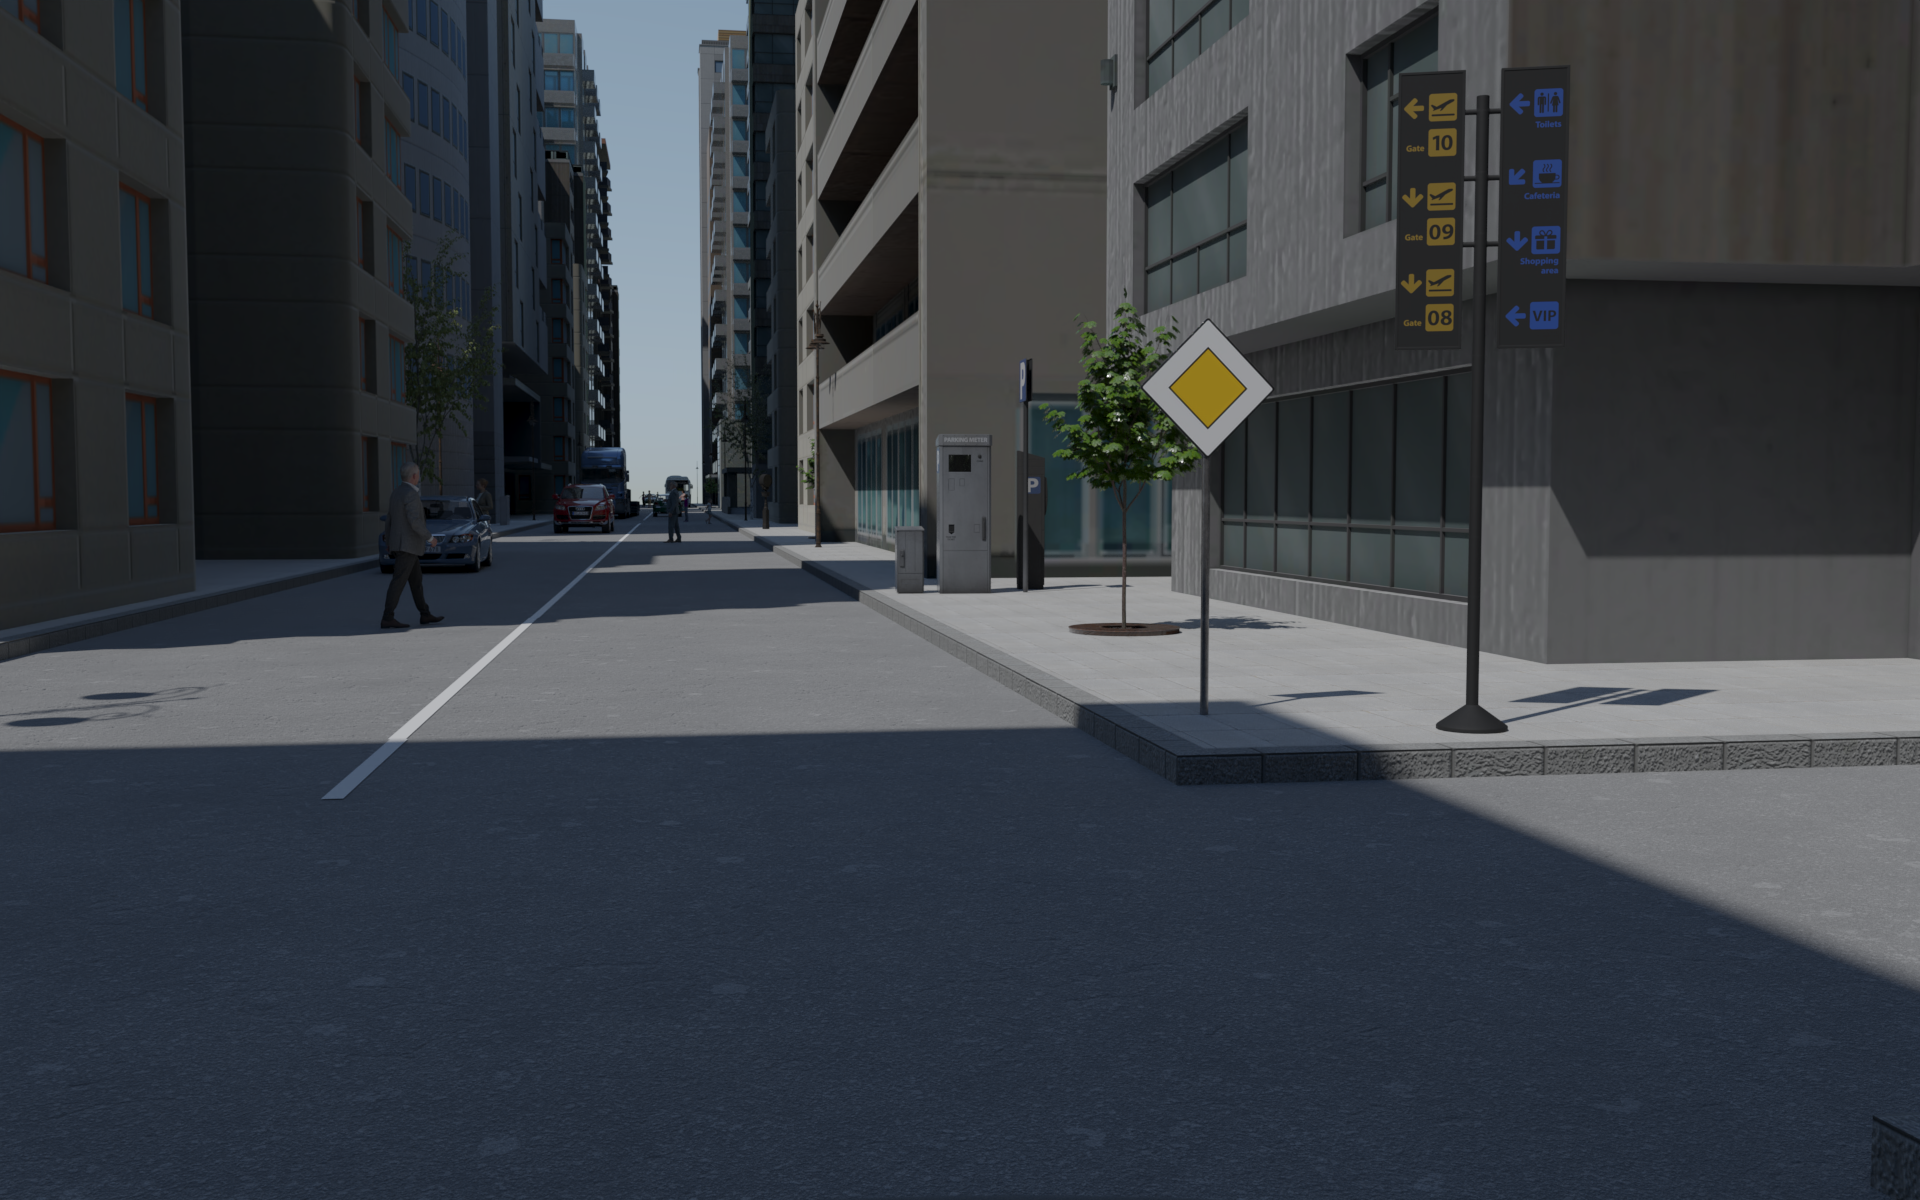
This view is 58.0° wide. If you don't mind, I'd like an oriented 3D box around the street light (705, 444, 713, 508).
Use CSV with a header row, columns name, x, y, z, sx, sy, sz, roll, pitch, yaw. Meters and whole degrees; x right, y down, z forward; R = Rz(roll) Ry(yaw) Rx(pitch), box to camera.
name,x,y,z,sx,sy,sz,roll,pitch,yaw
street light,-22.872,-11.391,159.030,0.468,5.910,1.993,-1,4,-9

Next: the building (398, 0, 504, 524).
name,x,y,z,sx,sy,sz,roll,pitch,yaw
building,-28.662,-31.748,61.077,21.231,58.520,28.212,-1,4,-9

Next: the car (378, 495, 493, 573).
name,x,y,z,sx,sy,sz,roll,pitch,yaw
car,-9.924,-1.283,32.987,2.014,1.417,4.499,-1,4,-11

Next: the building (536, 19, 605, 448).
name,x,y,z,sx,sy,sz,roll,pitch,yaw
building,-48.215,-34.119,177.456,23.786,49.044,30.456,-1,4,-9

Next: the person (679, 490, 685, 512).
name,x,y,z,sx,sy,sz,roll,pitch,yaw
person,-21.587,-7.677,134.731,0.721,1.736,1.217,-3,5,-45

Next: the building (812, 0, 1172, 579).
name,x,y,z,sx,sy,sz,roll,pitch,yaw
building,8.297,-25.267,36.817,21.300,48.544,21.600,-1,4,-9

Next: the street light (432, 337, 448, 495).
name,x,y,z,sx,sy,sz,roll,pitch,yaw
street light,-15.245,-4.770,50.776,0.468,5.910,1.993,-1,4,-9

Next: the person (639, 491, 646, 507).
name,x,y,z,sx,sy,sz,roll,pitch,yaw
person,-35.009,-11.129,191.147,1.217,1.739,0.721,3,5,41

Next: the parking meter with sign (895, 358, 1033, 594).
name,x,y,z,sx,sy,sz,roll,pitch,yaw
parking meter with sign,0.034,-1.599,22.407,1.738,3.016,0.543,0,4,-7

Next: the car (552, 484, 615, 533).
name,x,y,z,sx,sy,sz,roll,pitch,yaw
car,-14.036,-3.431,64.776,2.281,1.827,5.304,-1,4,-9

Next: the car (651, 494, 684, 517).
name,x,y,z,sx,sy,sz,roll,pitch,yaw
car,-18.580,-6.009,110.049,2.131,1.459,4.920,-1,4,-9

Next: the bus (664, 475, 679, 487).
name,x,y,z,sx,sy,sz,roll,pitch,yaw
bus,-37.369,-14.440,227.643,2.896,3.916,12.252,-1,4,-10

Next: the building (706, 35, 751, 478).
name,x,y,z,sx,sy,sz,roll,pitch,yaw
building,-15.333,-34.650,186.137,23.786,49.044,30.456,-1,4,-9

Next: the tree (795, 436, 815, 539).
name,x,y,z,sx,sy,sz,roll,pitch,yaw
tree,-3.973,-3.370,49.699,1.663,3.219,1.824,0,3,0

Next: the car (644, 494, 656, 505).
name,x,y,z,sx,sy,sz,roll,pitch,yaw
car,-39.366,-12.749,220.251,2.131,1.459,4.920,-1,4,-8

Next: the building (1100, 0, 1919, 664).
name,x,y,z,sx,sy,sz,roll,pitch,yaw
building,9.788,-14.954,16.206,14.107,30.474,14.160,-1,4,-9

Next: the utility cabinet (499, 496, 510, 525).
name,x,y,z,sx,sy,sz,roll,pitch,yaw
utility cabinet,-18.811,-3.692,71.527,0.306,1.237,1.020,0,4,-8

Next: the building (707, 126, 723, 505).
name,x,y,z,sx,sy,sz,roll,pitch,yaw
building,-23.062,-34.097,207.602,14.600,45.320,14.200,-1,4,-9

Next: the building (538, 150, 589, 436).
name,x,y,z,sx,sy,sz,roll,pitch,yaw
building,-38.556,-22.800,144.482,14.160,30.474,14.107,-1,4,-9

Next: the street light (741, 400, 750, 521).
name,x,y,z,sx,sy,sz,roll,pitch,yaw
street light,-10.348,-6.773,83.526,0.468,5.910,1.993,-1,4,-9

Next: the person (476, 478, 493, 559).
name,x,y,z,sx,sy,sz,roll,pitch,yaw
person,-10.038,-1.667,36.299,0.362,1.759,0.519,-3,5,-44

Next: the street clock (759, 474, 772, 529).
name,x,y,z,sx,sy,sz,roll,pitch,yaw
street clock,-7.084,-3.584,63.175,0.358,2.002,0.471,3,4,38

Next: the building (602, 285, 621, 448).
name,x,y,z,sx,sy,sz,roll,pitch,yaw
building,-52.296,-27.975,229.096,14.160,30.474,14.107,-1,4,-9

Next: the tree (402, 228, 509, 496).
name,x,y,z,sx,sy,sz,roll,pitch,yaw
tree,-14.576,-5.922,47.191,4.737,8.622,4.395,0,3,0

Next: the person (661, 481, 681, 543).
name,x,y,z,sx,sy,sz,roll,pitch,yaw
person,-8.524,-2.593,51.069,0.590,1.801,0.661,0,4,-2

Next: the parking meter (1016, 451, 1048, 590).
name,x,y,z,sx,sy,sz,roll,pitch,yaw
parking meter,0.969,-1.079,23.347,0.399,1.863,0.255,0,4,-5

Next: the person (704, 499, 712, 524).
name,x,y,z,sx,sy,sz,roll,pitch,yaw
person,-12.046,-4.245,82.916,0.382,1.210,0.505,0,4,-3

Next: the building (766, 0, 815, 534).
name,x,y,z,sx,sy,sz,roll,pitch,yaw
building,6.729,-13.822,71.022,27.650,21.520,28.899,-1,4,-9

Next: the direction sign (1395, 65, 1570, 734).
name,x,y,z,sx,sy,sz,roll,pitch,yaw
direction sign,2.789,-1.060,9.333,0.876,3.537,0.379,1,4,12

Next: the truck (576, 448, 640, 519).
name,x,y,z,sx,sy,sz,roll,pitch,yaw
truck,-21.278,-7.106,105.947,2.967,4.110,18.799,0,4,-8

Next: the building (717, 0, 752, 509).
name,x,y,z,sx,sy,sz,roll,pitch,yaw
building,-8.712,-50.801,143.263,22.319,86.520,31.000,-1,4,-9

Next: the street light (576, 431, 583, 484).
name,x,y,z,sx,sy,sz,roll,pitch,yaw
street light,-27.821,-9.421,126.824,0.468,5.910,1.993,-1,4,-9

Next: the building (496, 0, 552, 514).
name,x,y,z,sx,sy,sz,roll,pitch,yaw
building,-36.939,-30.829,93.286,28.713,52.752,27.495,-1,4,-9

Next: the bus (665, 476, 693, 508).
name,x,y,z,sx,sy,sz,roll,pitch,yaw
bus,-30.228,-11.698,186.119,2.948,3.499,13.247,-1,4,-8

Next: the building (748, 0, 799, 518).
name,x,y,z,sx,sy,sz,roll,pitch,yaw
building,-4.928,-19.970,98.217,14.160,30.474,14.107,-1,4,-9

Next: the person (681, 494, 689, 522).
name,x,y,z,sx,sy,sz,roll,pitch,yaw
person,-14.214,-4.761,89.571,0.599,1.433,0.991,-2,4,-29

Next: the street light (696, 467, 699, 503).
name,x,y,z,sx,sy,sz,roll,pitch,yaw
street light,-36.615,-16.427,241.369,0.468,5.910,1.993,-1,4,-9

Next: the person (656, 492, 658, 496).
name,x,y,z,sx,sy,sz,roll,pitch,yaw
person,-40.627,-13.665,232.440,1.217,1.766,0.721,-3,5,-43

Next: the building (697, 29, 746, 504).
name,x,y,z,sx,sy,sz,roll,pitch,yaw
building,-23.677,-41.991,228.554,21.231,58.520,28.212,-1,4,-9

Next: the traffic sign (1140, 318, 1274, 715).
name,x,y,z,sx,sy,sz,roll,pitch,yaw
traffic sign,1.415,-0.389,10.000,0.795,2.450,0.064,-1,4,-9

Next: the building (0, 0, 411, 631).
name,x,y,z,sx,sy,sz,roll,pitch,yaw
building,-24.727,-11.060,25.873,27.650,21.520,28.899,-1,4,-9

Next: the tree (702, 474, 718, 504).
name,x,y,z,sx,sy,sz,roll,pitch,yaw
tree,-23.852,-10.512,166.475,1.663,3.219,1.824,0,3,0

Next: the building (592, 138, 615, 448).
name,x,y,z,sx,sy,sz,roll,pitch,yaw
building,-52.888,-33.774,206.824,22.147,44.769,28.867,-1,4,-9

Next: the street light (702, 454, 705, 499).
name,x,y,z,sx,sy,sz,roll,pitch,yaw
street light,-29.486,-13.855,199.320,0.468,5.910,1.993,-1,4,-9

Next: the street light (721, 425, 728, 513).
name,x,y,z,sx,sy,sz,roll,pitch,yaw
street light,-15.807,-8.790,116.506,0.468,5.910,1.993,-1,4,-9

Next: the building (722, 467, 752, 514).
name,x,y,z,sx,sy,sz,roll,pitch,yaw
building,0.011,-26.073,118.180,32.217,40.220,23.993,-1,4,-9

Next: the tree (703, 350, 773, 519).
name,x,y,z,sx,sy,sz,roll,pitch,yaw
tree,-10.698,-8.401,87.721,4.360,8.622,3.978,0,3,0

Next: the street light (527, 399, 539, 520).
name,x,y,z,sx,sy,sz,roll,pitch,yaw
street light,-20.884,-6.847,84.743,0.468,5.910,1.993,-1,4,-9

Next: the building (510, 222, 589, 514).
name,x,y,z,sx,sy,sz,roll,pitch,yaw
building,-41.110,-16.975,122.580,27.650,21.520,28.899,-1,4,-9

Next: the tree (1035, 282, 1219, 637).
name,x,y,z,sx,sy,sz,roll,pitch,yaw
tree,1.413,-1.304,15.921,1.663,3.219,1.824,0,3,0

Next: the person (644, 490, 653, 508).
name,x,y,z,sx,sy,sz,roll,pitch,yaw
person,-31.398,-10.178,174.909,1.348,1.824,0.705,3,5,39

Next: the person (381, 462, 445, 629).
name,x,y,z,sx,sy,sz,roll,pitch,yaw
person,-5.894,-0.600,18.705,0.661,1.777,0.834,3,5,42

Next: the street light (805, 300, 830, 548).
name,x,y,z,sx,sy,sz,roll,pitch,yaw
street light,-3.402,-4.199,41.447,0.468,5.910,1.993,-1,4,-9
